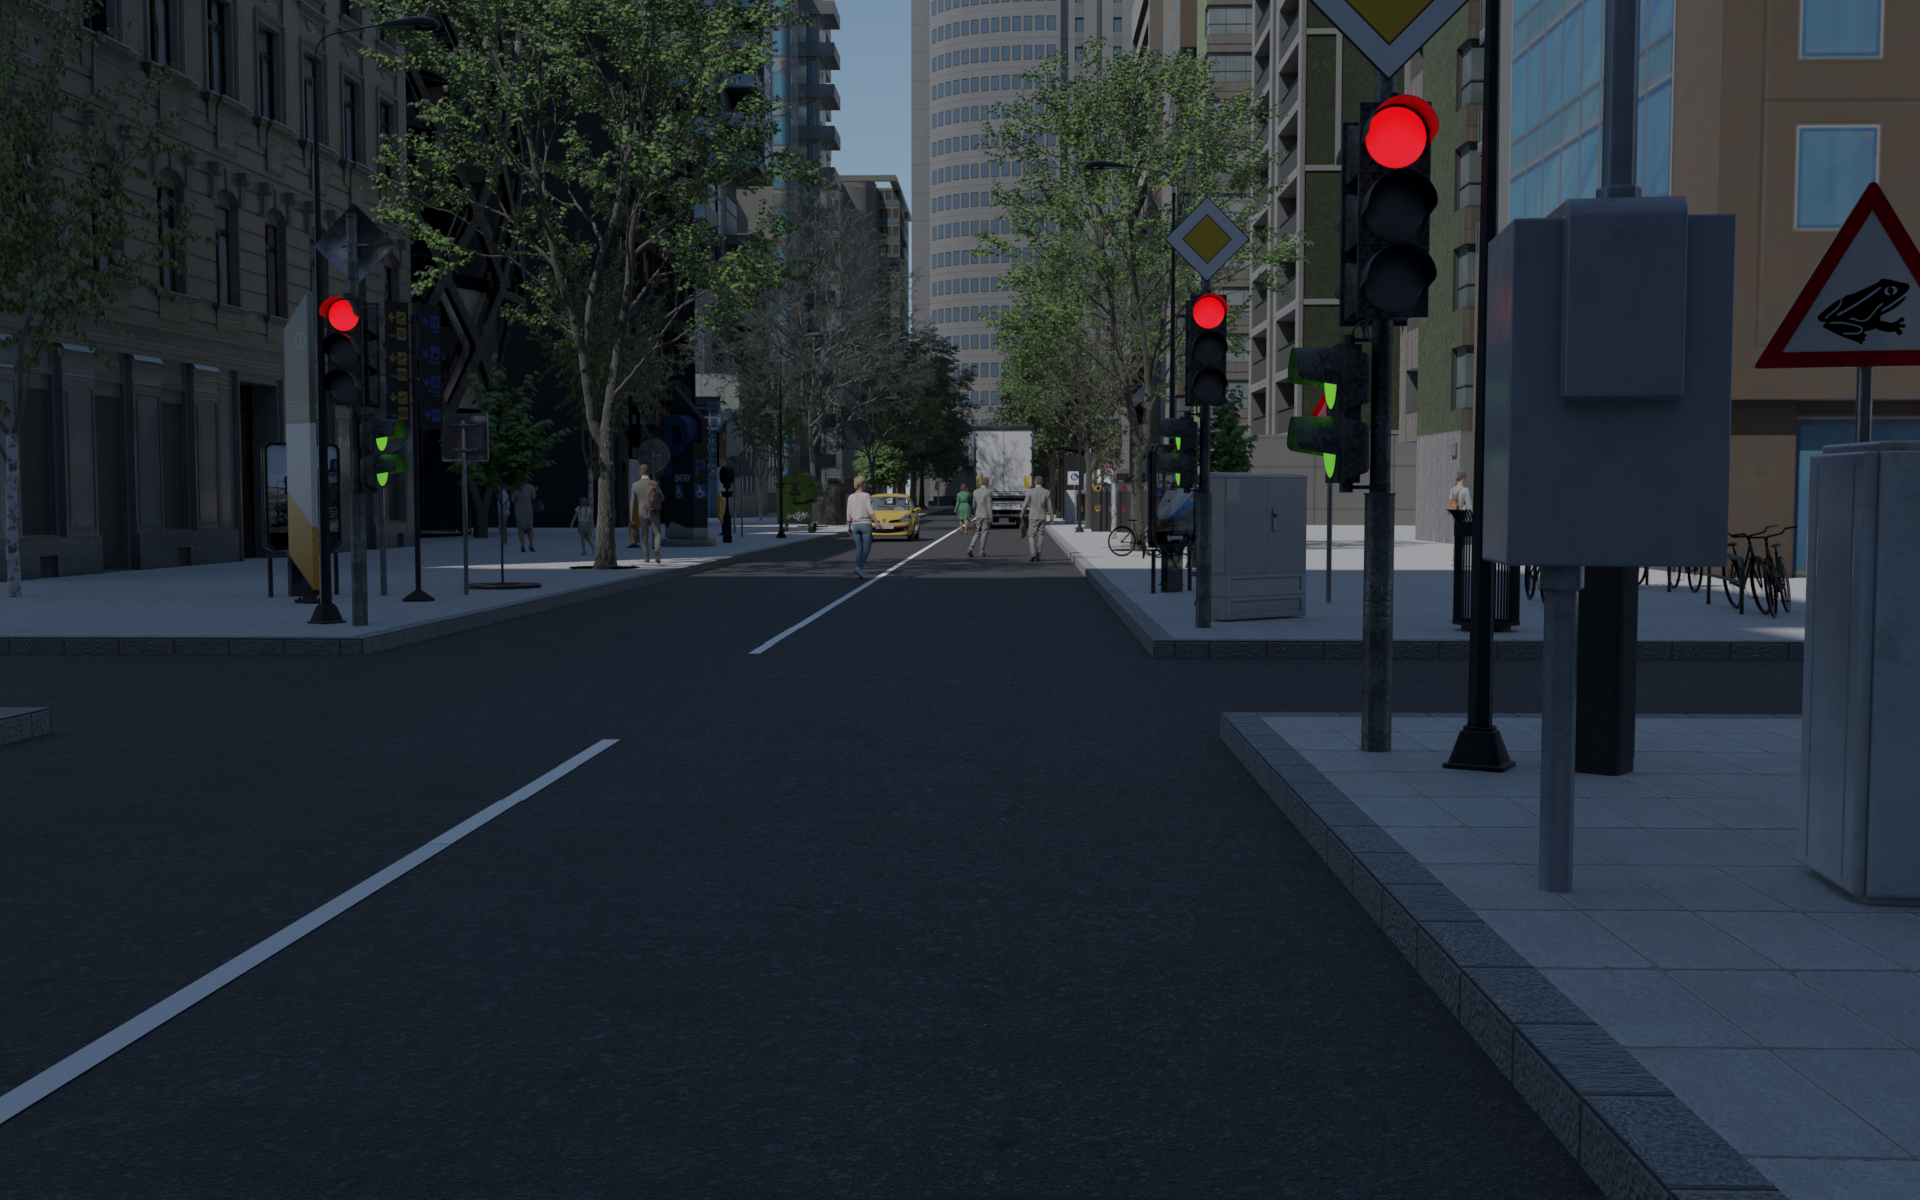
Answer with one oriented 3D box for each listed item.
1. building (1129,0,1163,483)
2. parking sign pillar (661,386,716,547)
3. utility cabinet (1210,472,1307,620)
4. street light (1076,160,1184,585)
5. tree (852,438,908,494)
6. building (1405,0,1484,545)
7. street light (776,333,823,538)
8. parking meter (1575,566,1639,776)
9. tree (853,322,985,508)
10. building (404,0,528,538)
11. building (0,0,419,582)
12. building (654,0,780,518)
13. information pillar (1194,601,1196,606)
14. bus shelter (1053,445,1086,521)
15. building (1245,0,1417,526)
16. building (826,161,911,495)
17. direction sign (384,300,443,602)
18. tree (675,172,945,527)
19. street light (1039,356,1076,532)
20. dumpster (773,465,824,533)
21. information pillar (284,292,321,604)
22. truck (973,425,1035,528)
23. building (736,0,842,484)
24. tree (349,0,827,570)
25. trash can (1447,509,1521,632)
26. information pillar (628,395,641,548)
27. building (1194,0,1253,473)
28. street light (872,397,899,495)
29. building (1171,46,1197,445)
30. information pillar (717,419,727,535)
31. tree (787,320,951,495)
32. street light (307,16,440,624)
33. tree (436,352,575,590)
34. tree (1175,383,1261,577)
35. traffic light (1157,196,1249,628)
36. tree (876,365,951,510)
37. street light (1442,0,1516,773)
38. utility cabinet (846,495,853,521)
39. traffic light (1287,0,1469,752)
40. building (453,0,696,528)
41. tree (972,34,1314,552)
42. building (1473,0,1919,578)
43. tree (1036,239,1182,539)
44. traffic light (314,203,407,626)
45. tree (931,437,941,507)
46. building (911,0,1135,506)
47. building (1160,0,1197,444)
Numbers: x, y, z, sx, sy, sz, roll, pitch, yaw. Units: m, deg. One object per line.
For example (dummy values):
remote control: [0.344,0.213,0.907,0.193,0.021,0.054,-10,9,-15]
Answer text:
building: [25.903,-32.035,147.466,21.300,48.544,21.600,0,4,2]
parking sign pillar: [-6.748,-3.311,42.608,1.447,3.967,1.447,-3,5,-42]
utility cabinet: [3.046,-0.553,17.728,1.173,1.500,0.318,-3,4,-36]
street light: [2.434,-3.164,24.267,1.470,5.913,1.316,0,4,2]
tree: [-4.641,-7.171,100.955,4.285,4.588,4.351,0,3,0]
building: [19.844,-16.990,49.483,14.160,30.474,14.107,0,4,2]
street light: [-4.635,-4.736,49.973,1.470,5.913,1.316,0,4,2]
parking meter: [2.912,-0.141,8.022,0.399,1.863,0.255,3,5,41]
tree: [-3.323,-13.484,127.120,9.857,13.997,8.962,0,3,0]
building: [-21.866,-11.237,51.176,16.820,18.784,16.811,0,4,2]
building: [-18.333,-11.274,33.480,9.793,20.994,18.267,0,4,2]
building: [-22.474,-48.532,106.178,22.319,86.520,31.000,0,4,2]
information pillar: [2.791,-1.739,19.788,0.183,3.616,0.504,0,4,6]
bus shelter: [5.556,-5.829,86.590,1.731,3.624,6.357,0,4,2]
building: [21.961,-38.853,73.498,20.563,71.187,20.611,0,4,2]
building: [-18.047,-31.092,200.240,23.993,40.220,32.217,0,4,2]
direction sign: [-6.490,-1.753,20.656,0.379,3.537,0.876,2,4,27]
tree: [-5.675,-9.557,66.634,12.009,13.543,11.850,0,3,0]
street light: [3.461,-5.212,57.764,1.470,5.913,1.316,0,4,2]
dumpster: [-5.326,-3.335,57.021,1.502,2.255,1.985,0,4,2]
information pillar: [-7.706,-1.770,20.290,0.504,3.616,0.183,2,4,35]
truck: [1.943,-5.323,75.943,2.839,4.237,11.283,0,4,2]
building: [-25.854,-32.334,148.276,30.456,49.044,23.786,0,4,2]
tree: [-6.115,-6.327,29.200,9.928,11.665,9.643,0,3,0]
trash can: [4.940,-0.280,16.237,0.748,1.137,0.748,0,3,0]
information pillar: [-7.767,-3.058,41.345,0.183,3.616,0.504,1,4,13]
building: [20.596,-25.510,100.688,14.154,41.232,14.086,0,4,2]
street light: [-3.617,-6.745,82.827,1.470,5.913,1.316,0,4,2]
building: [20.922,-21.031,115.561,14.160,30.474,14.107,0,4,2]
information pillar: [-7.361,-3.808,53.617,0.183,3.616,0.504,1,4,21]
tree: [-4.502,-9.495,89.654,8.767,10.594,7.601,-2,4,-26]
street light: [-5.756,-2.720,17.017,1.470,5.913,1.316,0,4,2]
tree: [-6.347,-1.782,23.737,1.663,3.219,1.824,0,3,0]
tree: [4.156,-1.996,27.229,1.663,3.219,1.824,0,3,0]
traffic light: [2.321,-1.689,16.540,0.839,4.253,0.868,0,4,2]
tree: [-3.051,-13.829,143.108,9.611,12.733,9.660,0,3,0]
street light: [1.902,-2.168,7.995,1.470,5.913,1.316,0,4,2]
utility cabinet: [-5.253,-4.282,81.179,1.020,1.237,0.306,1,4,10]
traffic light: [2.065,-1.201,8.559,0.839,4.253,0.868,0,4,2]
building: [-18.779,-14.888,73.099,12.332,23.373,15.834,0,4,2]
tree: [4.027,-6.910,38.731,9.928,11.665,9.643,0,3,0]
building: [18.561,-23.315,31.315,14.200,45.320,14.600,0,4,2]
tree: [4.170,-6.056,49.380,4.360,8.622,3.978,0,3,0]
traffic light: [-5.837,-1.704,16.784,0.839,4.253,0.868,0,4,2]
tree: [-1.923,-13.389,169.267,4.737,8.622,4.395,0,3,0]
building: [8.846,-39.807,192.838,28.212,58.520,21.231,0,4,2]
building: [22.612,-29.319,129.484,14.600,45.320,14.200,0,4,2]
